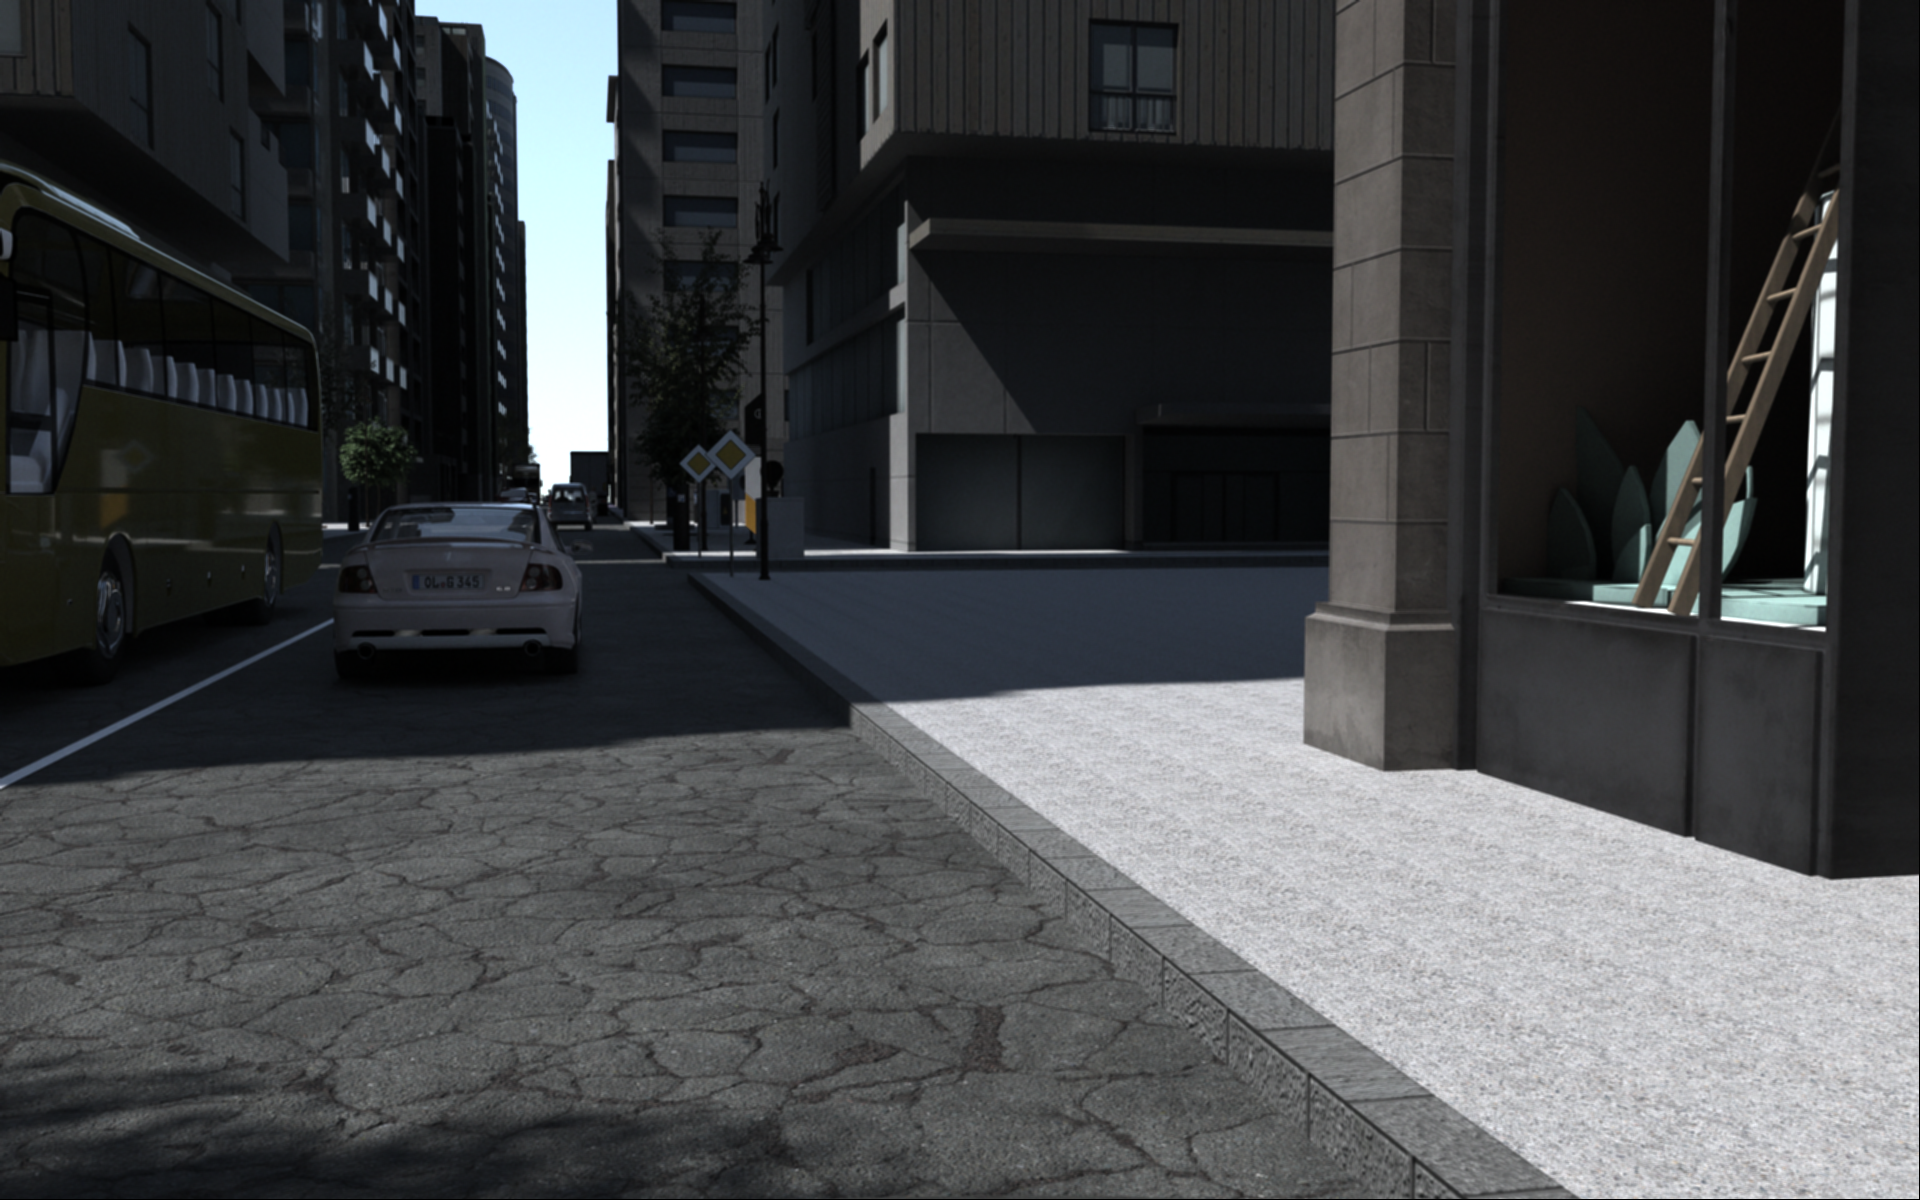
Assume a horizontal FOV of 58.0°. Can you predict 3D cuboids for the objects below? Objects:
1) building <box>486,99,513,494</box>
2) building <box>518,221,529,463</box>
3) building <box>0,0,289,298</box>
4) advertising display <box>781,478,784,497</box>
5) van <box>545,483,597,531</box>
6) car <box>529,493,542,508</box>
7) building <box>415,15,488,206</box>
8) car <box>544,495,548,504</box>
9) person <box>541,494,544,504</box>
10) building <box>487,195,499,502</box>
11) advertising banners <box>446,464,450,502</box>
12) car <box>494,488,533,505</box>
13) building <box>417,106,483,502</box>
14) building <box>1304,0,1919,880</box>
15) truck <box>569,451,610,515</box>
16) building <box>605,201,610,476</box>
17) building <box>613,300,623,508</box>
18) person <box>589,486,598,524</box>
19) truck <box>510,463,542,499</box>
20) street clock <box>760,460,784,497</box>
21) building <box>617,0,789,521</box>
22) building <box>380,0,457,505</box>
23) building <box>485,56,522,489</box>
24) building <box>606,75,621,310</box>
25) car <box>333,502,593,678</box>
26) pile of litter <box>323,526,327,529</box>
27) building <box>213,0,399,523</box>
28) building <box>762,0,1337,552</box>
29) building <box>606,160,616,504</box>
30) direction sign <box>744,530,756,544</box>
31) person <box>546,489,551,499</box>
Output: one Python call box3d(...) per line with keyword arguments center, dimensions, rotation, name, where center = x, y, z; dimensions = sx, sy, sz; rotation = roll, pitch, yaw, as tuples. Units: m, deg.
box3d(center=(-64.267, -35.447, 199.165), dimensions=(23.786, 49.044, 30.456), rotation=(-1, 4, -12), name="building")
box3d(center=(-70.000, -34.674, 250.511), dimensions=(14.154, 41.232, 14.086), rotation=(-1, 4, -12), name="building")
box3d(center=(-32.311, -27.634, 41.050), dimensions=(28.713, 52.752, 27.495), rotation=(-1, 4, -12), name="building")
box3d(center=(-6.725, -3.931, 69.493), dimensions=(0.974, 1.923, 0.123), rotation=(-3, 4, -36), name="advertising display")
box3d(center=(-15.446, -3.770, 68.652), dimensions=(2.013, 2.044, 4.112), rotation=(-1, 4, -11), name="van")
box3d(center=(-30.433, -6.893, 121.740), dimensions=(2.155, 1.783, 4.494), rotation=(-1, 4, -11), name="car")
box3d(center=(-47.048, -28.216, 144.930), dimensions=(14.154, 41.232, 14.086), rotation=(-1, 4, -12), name="building")
box3d(center=(-61.053, -14.997, 257.782), dimensions=(1.945, 1.354, 3.894), rotation=(-1, 4, -10), name="car")
box3d(center=(-57.837, -13.983, 240.337), dimensions=(0.599, 1.433, 0.991), rotation=(3, 5, 43), name="person")
box3d(center=(-50.136, -23.687, 158.988), dimensions=(14.160, 30.474, 14.107), rotation=(-1, 4, -12), name="building")
box3d(center=(-28.767, -6.189, 97.375), dimensions=(0.090, 3.025, 2.074), rotation=(-1, 4, -10), name="advertising banners")
box3d(center=(-26.833, -5.843, 104.208), dimensions=(2.281, 1.827, 5.304), rotation=(-1, 4, -12), name="car")
box3d(center=(-44.178, -22.005, 131.483), dimensions=(14.160, 30.474, 14.107), rotation=(-1, 4, -12), name="building")
box3d(center=(6.380, -9.600, 7.865), dimensions=(10.553, 20.767, 40.483), rotation=(-1, 4, -12), name="building")
box3d(center=(-25.412, -7.950, 118.892), dimensions=(2.839, 4.237, 11.283), rotation=(-1, 4, -12), name="truck")
box3d(center=(-45.541, -37.194, 258.233), dimensions=(14.600, 45.320, 14.200), rotation=(-1, 4, -12), name="building")
box3d(center=(-19.949, -19.974, 171.611), dimensions=(27.650, 21.520, 28.899), rotation=(-1, 4, -12), name="building")
box3d(center=(-17.695, -4.598, 83.552), dimensions=(0.514, 1.842, 0.818), rotation=(1, 4, 13), name="person")
box3d(center=(-40.053, -10.468, 160.068), dimensions=(2.839, 4.237, 11.283), rotation=(-1, 4, -14), name="truck")
box3d(center=(-4.052, -2.005, 37.358), dimensions=(0.471, 2.002, 0.358), rotation=(-1, 4, -19), name="street clock")
box3d(center=(-8.227, -33.851, 95.456), dimensions=(21.231, 58.520, 28.212), rotation=(-1, 4, -12), name="building")
box3d(center=(-44.159, -41.228, 112.324), dimensions=(20.563, 71.187, 20.611), rotation=(-1, 4, -12), name="building")
box3d(center=(-69.482, -41.986, 228.465), dimensions=(21.231, 58.520, 28.212), rotation=(-1, 4, -12), name="building")
box3d(center=(-29.233, -38.389, 216.894), dimensions=(28.713, 52.752, 27.495), rotation=(-1, 4, -12), name="building")
box3d(center=(-4.236, -0.161, 15.000), dimensions=(2.083, 1.381, 4.827), rotation=(-1, 4, -12), name="car")
box3d(center=(-24.457, -3.108, 64.786), dimensions=(1.719, 0.858, 1.176), rotation=(2, 4, 35), name="pile of litter")
box3d(center=(-39.879, -28.453, 84.818), dimensions=(23.786, 49.044, 30.456), rotation=(-1, 4, -12), name="building")
box3d(center=(8.516, -28.179, 49.968), dimensions=(27.495, 52.752, 28.713), rotation=(-1, 4, -12), name="building")
box3d(center=(-37.872, -37.722, 240.463), dimensions=(21.300, 48.544, 21.600), rotation=(-1, 4, -12), name="building")
box3d(center=(-5.347, -3.197, 44.276), dimensions=(0.379, 3.537, 0.876), rotation=(-1, 4, -8), name="direction sign")
box3d(center=(-35.799, -8.705, 150.690), dimensions=(0.599, 1.838, 0.709), rotation=(-2, 4, -24), name="person")
